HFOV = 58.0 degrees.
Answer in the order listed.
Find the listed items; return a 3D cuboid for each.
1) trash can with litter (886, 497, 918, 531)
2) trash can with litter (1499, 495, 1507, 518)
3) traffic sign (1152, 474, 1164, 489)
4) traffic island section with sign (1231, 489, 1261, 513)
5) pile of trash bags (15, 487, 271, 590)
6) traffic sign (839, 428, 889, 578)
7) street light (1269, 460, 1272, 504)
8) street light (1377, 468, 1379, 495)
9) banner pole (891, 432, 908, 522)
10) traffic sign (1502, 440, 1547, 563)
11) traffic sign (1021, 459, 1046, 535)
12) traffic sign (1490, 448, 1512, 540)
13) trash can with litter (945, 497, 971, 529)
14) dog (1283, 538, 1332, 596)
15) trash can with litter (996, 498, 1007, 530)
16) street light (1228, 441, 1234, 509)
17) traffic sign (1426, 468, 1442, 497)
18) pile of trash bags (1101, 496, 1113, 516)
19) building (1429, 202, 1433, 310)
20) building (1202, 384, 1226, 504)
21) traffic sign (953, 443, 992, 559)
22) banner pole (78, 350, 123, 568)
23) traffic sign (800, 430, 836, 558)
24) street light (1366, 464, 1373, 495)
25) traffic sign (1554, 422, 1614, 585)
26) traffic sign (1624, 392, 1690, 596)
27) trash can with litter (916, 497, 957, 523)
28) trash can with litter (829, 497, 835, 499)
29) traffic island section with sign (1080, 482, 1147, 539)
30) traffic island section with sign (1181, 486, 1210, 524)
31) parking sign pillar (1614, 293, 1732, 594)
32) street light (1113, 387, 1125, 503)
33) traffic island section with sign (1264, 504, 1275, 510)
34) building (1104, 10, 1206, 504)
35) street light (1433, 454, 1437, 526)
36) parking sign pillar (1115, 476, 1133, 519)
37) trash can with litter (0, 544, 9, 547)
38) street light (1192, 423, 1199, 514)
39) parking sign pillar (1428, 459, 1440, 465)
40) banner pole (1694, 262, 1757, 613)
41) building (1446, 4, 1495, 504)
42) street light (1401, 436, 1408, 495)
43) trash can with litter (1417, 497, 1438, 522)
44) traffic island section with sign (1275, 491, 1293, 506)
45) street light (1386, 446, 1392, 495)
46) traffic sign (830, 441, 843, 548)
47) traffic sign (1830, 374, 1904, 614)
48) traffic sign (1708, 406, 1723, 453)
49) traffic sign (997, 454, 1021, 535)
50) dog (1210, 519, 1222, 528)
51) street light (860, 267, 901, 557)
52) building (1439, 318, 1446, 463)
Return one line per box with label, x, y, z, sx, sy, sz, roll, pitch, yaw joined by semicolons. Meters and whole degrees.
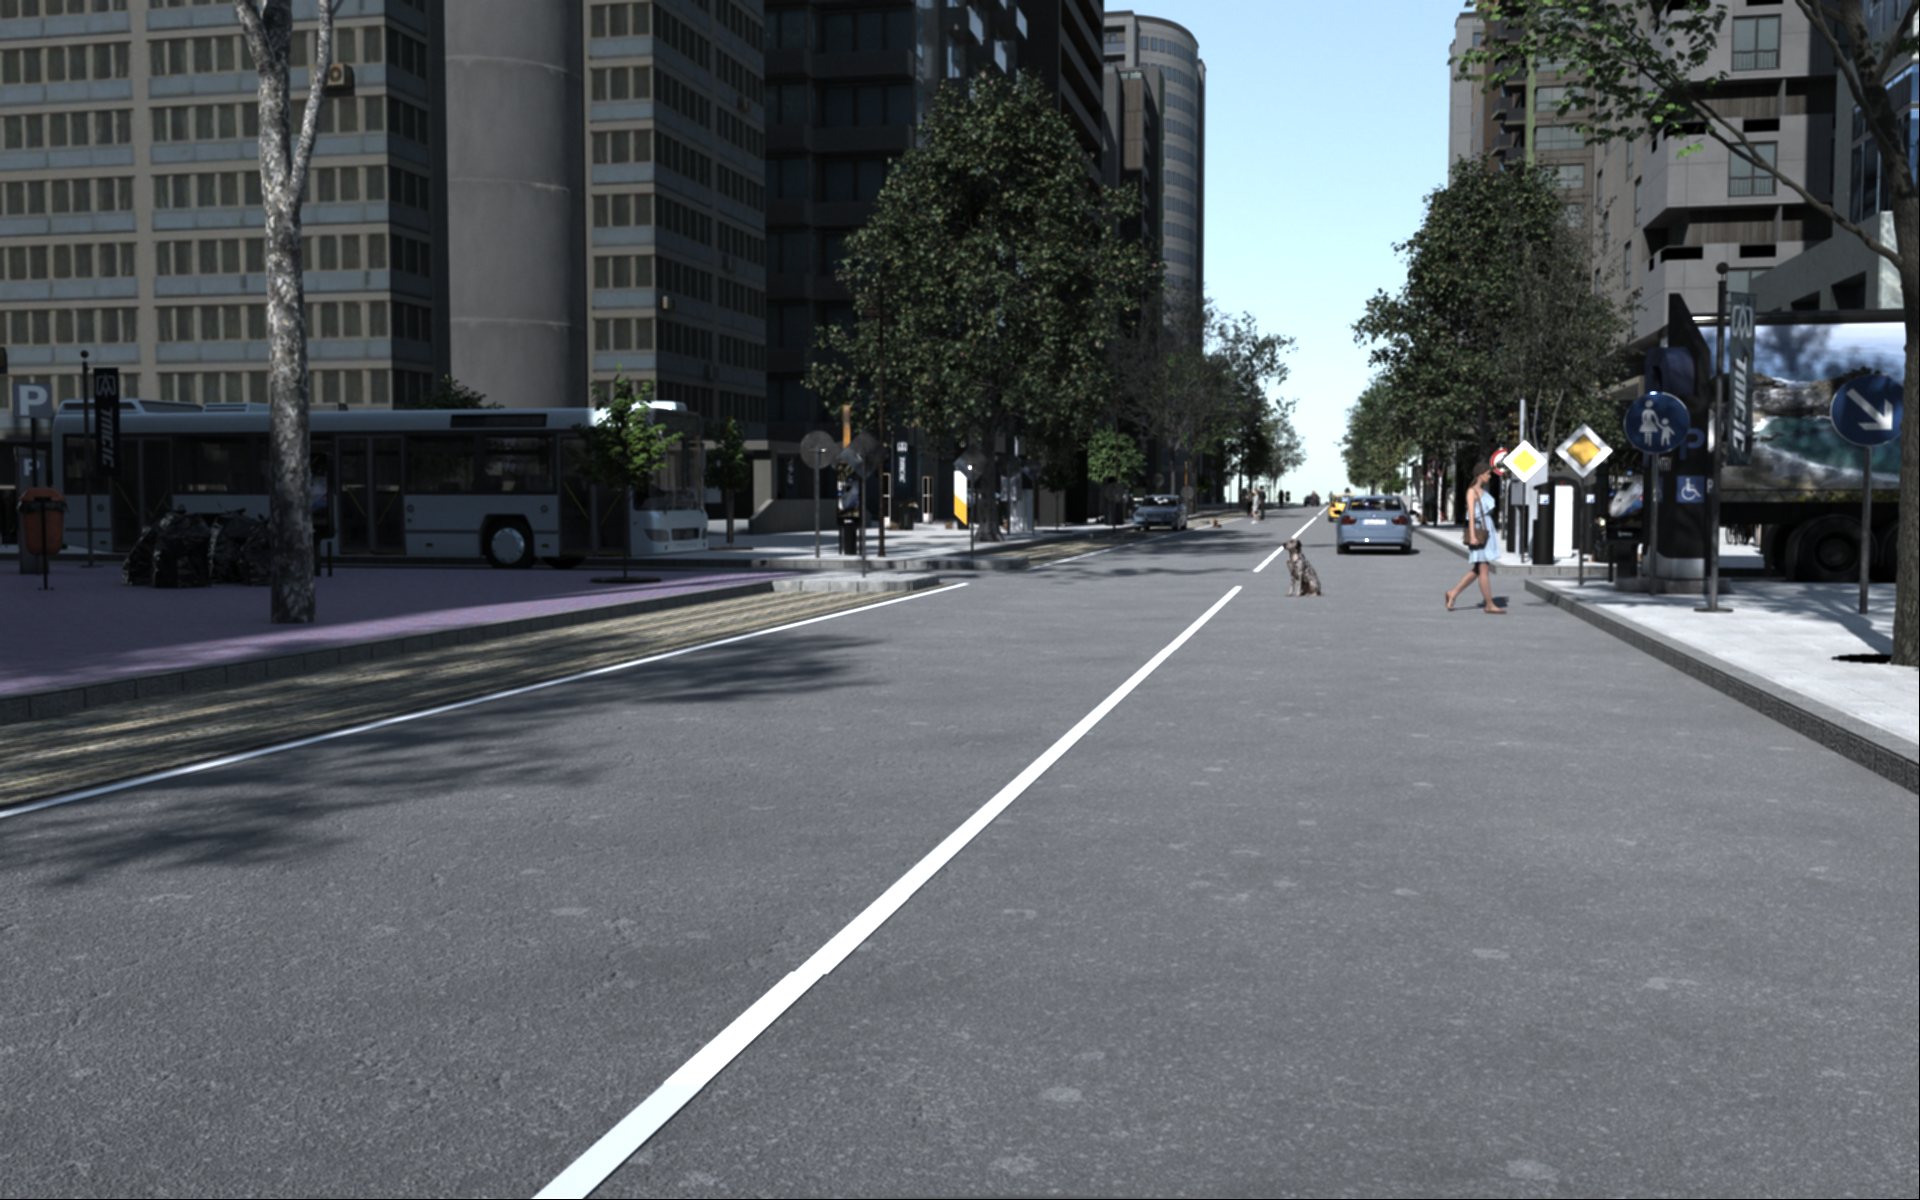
trash can with litter;-2.045;-3.031;60.952;1.055;1.170;0.624;-2;4;-31
trash can with litter;28.758;-4.924;91.566;1.678;1.210;2.233;-2;4;-33
traffic sign;12.372;-6.610;108.180;0.768;2.556;0.104;1;4;19
traffic island section with sign;21.591;-7.506;131.357;1.989;1.847;2.006;1;4;12
pile of trash bags;-11.210;-0.882;24.177;3.447;1.369;1.912;-2;4;-31
traffic sign;-1.473;-1.401;26.550;0.795;2.450;0.064;1;4;12
street light;40.737;-15.567;227.304;0.468;5.910;1.993;1;4;12
street light;43.398;-12.661;179.789;0.468;5.910;1.993;1;4;12
banner pole;-2.470;-4.858;69.446;0.863;3.779;0.401;0;4;-4
traffic sign;10.442;-1.740;32.089;0.795;2.450;0.064;1;4;12
traffic sign;2.295;-3.231;54.017;0.795;2.450;0.064;1;4;14
traffic sign;15.155;-2.945;48.257;0.768;2.556;0.104;1;4;17
trash can with litter;-0.113;-3.178;63.342;1.055;1.170;0.624;0;4;1
dog;4.941;-0.458;24.319;0.800;0.831;0.513;1;4;11
trash can with litter;1.980;-3.047;61.200;1.055;1.170;0.624;1;4;21
street light;22.913;-10.639;146.737;0.468;5.910;1.993;1;4;12
traffic sign;22.672;-5.065;82.917;0.768;2.556;0.104;1;4;16
pile of trash bags;8.577;-5.611;101.497;1.912;1.369;3.447;0;4;-6
building;74.863;-36.671;249.677;14.600;45.320;14.200;1;4;12
building;22.736;-24.443;244.686;27.650;21.520;28.899;1;4;12
traffic sign;0.246;-1.878;34.348;0.795;2.450;0.064;1;4;12
banner pole;-15.022;-2.461;30.249;0.863;3.779;0.401;0;4;8
traffic sign;-2.860;-2.116;34.706;0.768;2.556;0.104;1;4;15
street light;53.247;-15.381;224.260;0.468;5.910;1.993;1;4;12
traffic sign;8.723;-1.263;24.290;0.795;2.450;0.064;1;4;12
traffic sign;8.732;-1.325;21.768;0.768;2.556;0.104;1;4;20
trash can with litter;-1.111;-4.000;76.460;2.233;1.210;1.678;2;4;28
trash can with litter;-5.604;-3.999;76.763;0.624;1.170;1.055;1;4;11
traffic island section with sign;5.012;-2.905;56.128;1.989;1.847;2.006;1;4;12
traffic island section with sign;10.950;-4.556;83.113;1.989;1.847;2.006;1;4;12
parking sign pillar;9.389;-2.095;22.719;1.447;3.967;1.447;0;4;5
street light;6.539;-6.068;71.994;0.468;5.910;1.993;1;4;12
traffic island section with sign;27.399;-9.118;157.705;1.989;1.847;2.006;1;4;12
building;18.574;-41.146;214.737;21.231;58.520;28.212;1;4;12
street light;18.849;-5.855;68.517;0.468;5.910;1.993;1;4;12
parking sign pillar;8.501;-6.214;90.064;1.447;3.967;1.447;2;4;29
trash can with litter;-23.719;-1.858;41.436;1.678;1.210;2.233;0;4;-6
street light;14.964;-8.413;110.334;0.468;5.910;1.993;1;4;12
parking sign pillar;27.874;-6.958;102.240;1.447;3.967;1.447;0;4;-5
banner pole;8.428;-1.769;18.936;0.863;3.779;0.401;-2;4;-33
building;70.607;-41.016;212.610;21.231;58.520;28.212;1;4;12
street light;27.460;-8.208;106.990;0.468;5.910;1.993;1;4;12
trash can with litter;21.333;-4.128;78.881;1.055;1.170;0.624;-3;5;-40
traffic island section with sign;39.495;-12.476;212.605;1.989;1.847;2.006;1;4;12
street light;35.505;-10.433;143.373;0.468;5.910;1.993;1;4;12
traffic sign;-2.786;-2.528;41.438;0.768;2.556;0.104;1;4;17
traffic sign;9.654;-1.121;18.434;0.768;2.556;0.104;1;4;21
traffic sign;10.134;-1.462;24.007;0.768;2.556;0.104;1;4;20
traffic sign;1.529;-3.326;54.493;0.768;2.556;0.104;1;4;17
dog;10.766;-3.230;73.000;0.550;0.427;0.748;1;4;19
street light;-1.607;-3.828;35.380;0.468;5.910;1.993;1;4;12
building;71.435;-33.722;234.942;14.154;41.232;14.086;1;4;12
